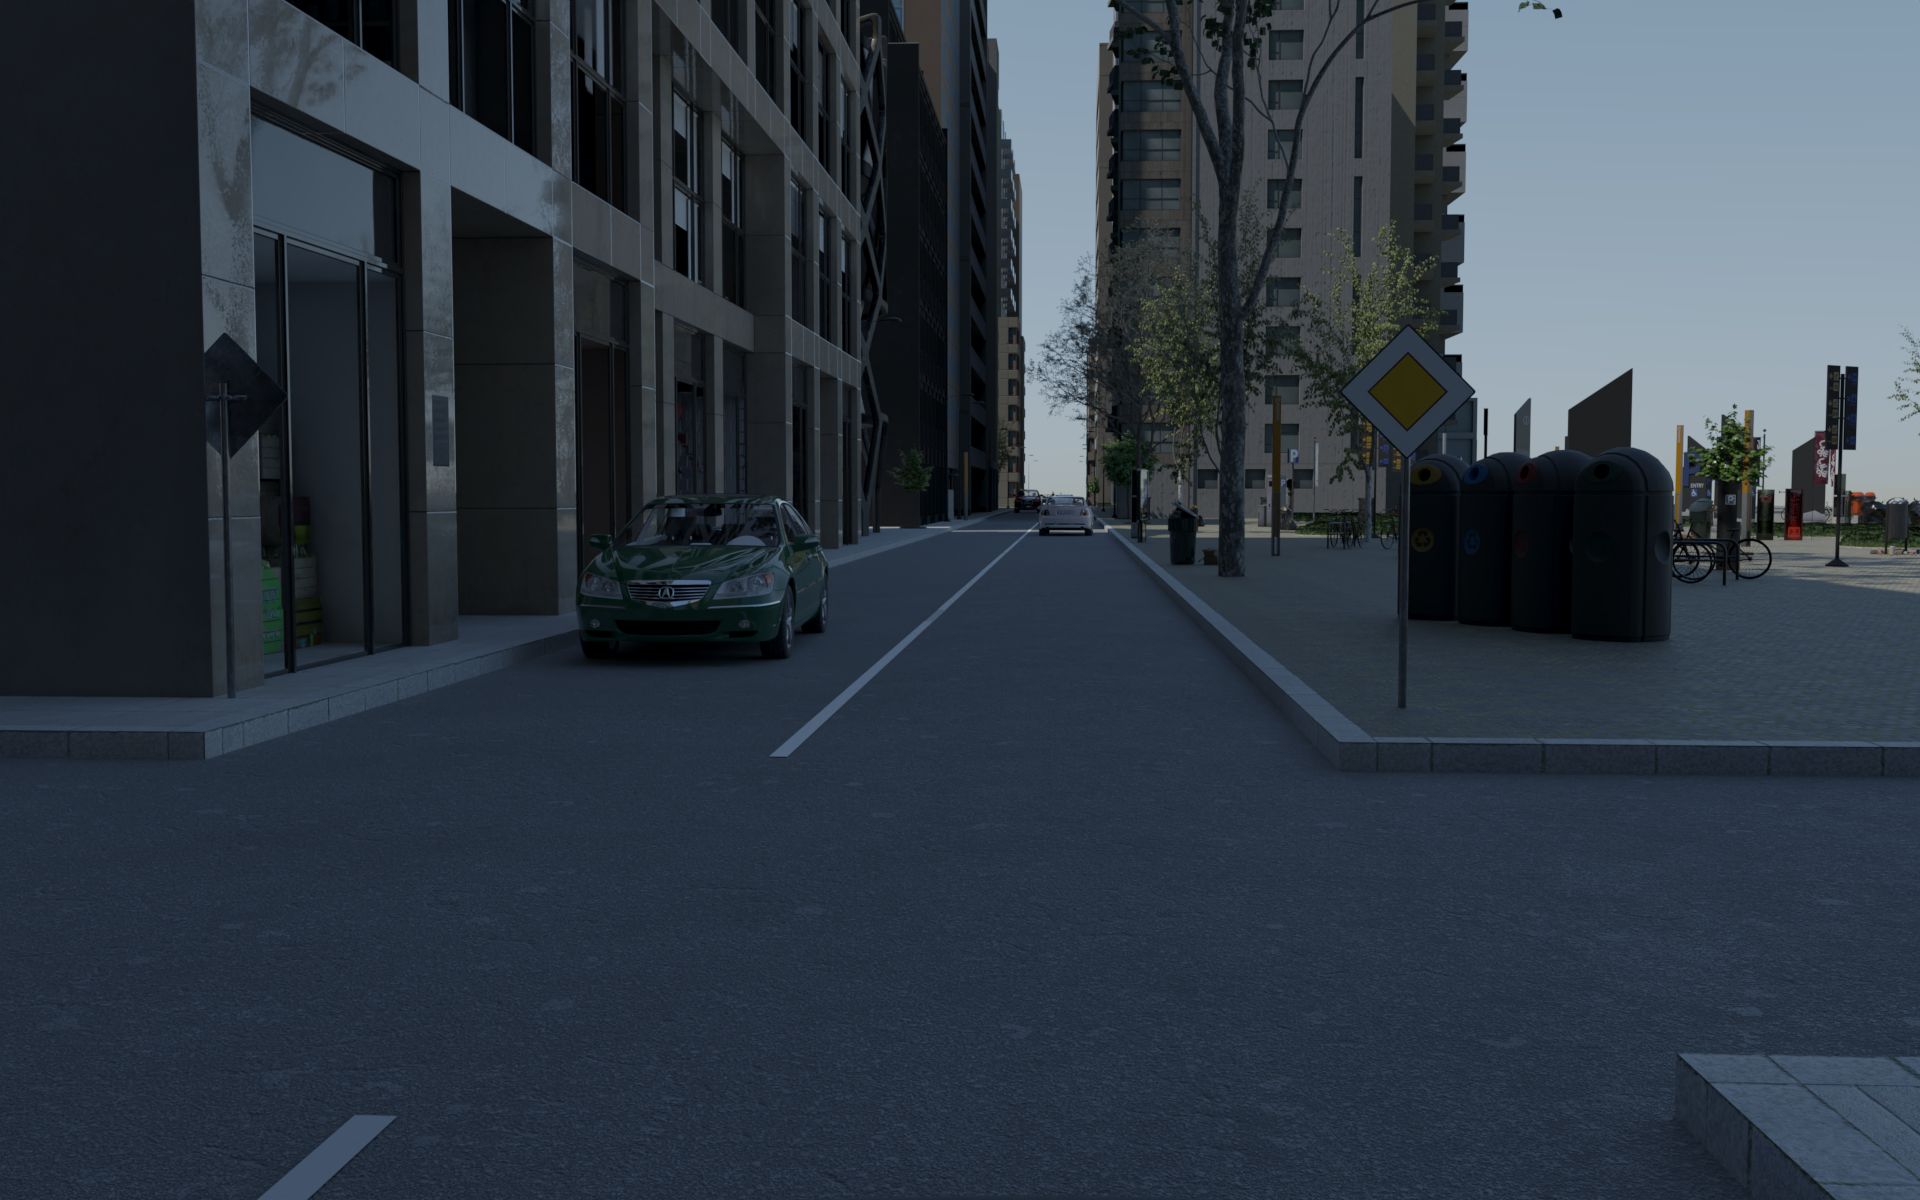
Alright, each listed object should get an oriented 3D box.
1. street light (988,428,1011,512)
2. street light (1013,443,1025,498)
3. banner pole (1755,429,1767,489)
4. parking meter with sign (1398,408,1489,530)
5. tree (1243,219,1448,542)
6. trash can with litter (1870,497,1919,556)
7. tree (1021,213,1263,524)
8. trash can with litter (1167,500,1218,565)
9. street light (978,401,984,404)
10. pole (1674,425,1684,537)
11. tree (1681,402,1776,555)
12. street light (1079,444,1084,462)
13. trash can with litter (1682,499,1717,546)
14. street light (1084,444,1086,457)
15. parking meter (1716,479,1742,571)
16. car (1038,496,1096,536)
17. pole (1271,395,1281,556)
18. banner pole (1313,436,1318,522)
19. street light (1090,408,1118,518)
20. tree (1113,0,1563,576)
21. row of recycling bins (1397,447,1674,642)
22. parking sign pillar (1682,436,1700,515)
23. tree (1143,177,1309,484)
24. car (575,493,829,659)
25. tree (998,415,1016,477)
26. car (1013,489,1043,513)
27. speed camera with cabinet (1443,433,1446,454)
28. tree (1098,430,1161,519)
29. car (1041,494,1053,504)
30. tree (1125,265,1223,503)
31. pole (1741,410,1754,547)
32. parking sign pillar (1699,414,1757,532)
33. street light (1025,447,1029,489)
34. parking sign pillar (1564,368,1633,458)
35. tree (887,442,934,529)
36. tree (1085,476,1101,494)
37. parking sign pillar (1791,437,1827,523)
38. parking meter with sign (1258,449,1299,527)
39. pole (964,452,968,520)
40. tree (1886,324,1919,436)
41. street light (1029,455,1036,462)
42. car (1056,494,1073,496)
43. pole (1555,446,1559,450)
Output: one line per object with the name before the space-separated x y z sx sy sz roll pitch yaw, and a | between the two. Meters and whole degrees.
street light | 2.652 -9.155 122.230 1.470 5.913 1.316 0 4 4
street light | 4.899 -11.270 156.802 1.470 5.913 1.316 0 4 4
banner pole | 30.731 -4.688 66.664 0.401 3.779 0.863 -2 4 -24
parking meter with sign | 9.878 -2.396 35.431 1.738 3.016 0.543 1 4 18
tree | 10.708 -5.861 46.188 4.737 8.622 4.395 0 3 0
trash can with litter | 20.309 -1.574 36.785 2.233 1.210 1.678 -1 4 -13
tree | 7.873 -10.072 75.043 12.009 13.543 11.850 0 3 0
trash can with litter | 4.309 -1.234 31.567 1.055 1.170 0.624 1 4 13
street light | 0.517 -7.002 87.027 1.470 5.913 1.316 0 4 4
pole | 21.258 -3.509 51.207 0.158 3.312 0.155 0 3 0
tree | 16.385 -2.566 36.559 1.663 3.219 1.824 0 3 0
street light | 12.060 -11.556 161.488 1.470 5.913 1.316 0 4 4
trash can with litter | 18.299 -1.929 42.926 1.055 1.170 0.624 -3 5 -41
street light | 9.995 -9.446 126.982 1.470 5.913 1.316 0 4 4
parking meter | 12.923 -1.266 29.111 0.372 1.533 0.369 0 3 0
car | 3.755 -2.974 60.985 2.083 1.381 4.827 0 4 5
pole | 6.557 -2.573 35.906 0.158 3.312 0.155 0 3 0
banner pole | 15.329 -5.176 74.644 0.401 3.779 0.863 2 4 26
street light | 7.753 -7.352 92.744 1.470 5.913 1.316 0 4 4
tree | 3.390 -10.362 25.303 12.611 20.169 13.585 0 3 0
row of recycling bins | 5.442 -0.582 16.629 1.069 1.692 3.534 -1 4 -20
parking sign pillar | 33.731 -5.551 79.233 1.447 3.967 1.447 -2 4 -28
tree | 6.283 -5.553 41.146 4.360 8.622 3.978 0 3 0
car | -2.337 -0.294 16.599 2.131 1.459 4.920 0 4 2
tree | 3.367 -12.931 161.788 4.737 8.622 4.395 0 3 0
car | 5.220 -7.563 132.320 2.281 1.827 5.304 0 4 4
speed camera with cabinet | 16.223 -3.831 56.976 2.038 3.252 0.660 -2 4 -34
tree | 8.690 -6.416 88.614 4.285 4.588 4.351 0 3 0
car | 12.137 -13.924 239.662 2.014 1.417 4.499 0 4 3
tree | 7.472 -6.511 56.812 4.737 8.622 4.395 0 3 0
pole | 19.127 -2.949 42.059 0.158 3.312 0.155 0 3 0
parking sign pillar | 25.942 -4.249 57.938 1.447 3.967 1.447 -2 4 -30
street light | 5.784 -12.077 170.006 1.470 5.913 1.316 0 4 4
parking sign pillar | 13.734 -2.988 37.329 1.447 3.967 1.447 0 4 7
tree | -1.671 -4.272 64.442 1.663 3.219 1.824 0 3 0
tree | 13.278 -10.666 168.997 1.663 3.219 1.824 0 3 0
parking sign pillar | 35.368 -5.119 72.174 1.447 3.967 1.447 2 4 27
parking meter with sign | 12.291 -4.337 67.178 0.543 3.016 1.738 -3 4 -36
pole | 0.285 -5.537 84.365 0.158 3.312 0.155 0 3 0
tree | 34.200 -6.641 58.937 4.737 8.622 4.395 0 3 0
street light | 7.974 -14.198 204.672 1.470 5.913 1.316 0 4 4
car | 7.066 -6.564 117.109 2.009 1.686 4.222 0 4 4
pole | 25.478 -4.902 73.988 0.158 3.312 0.155 0 3 0
